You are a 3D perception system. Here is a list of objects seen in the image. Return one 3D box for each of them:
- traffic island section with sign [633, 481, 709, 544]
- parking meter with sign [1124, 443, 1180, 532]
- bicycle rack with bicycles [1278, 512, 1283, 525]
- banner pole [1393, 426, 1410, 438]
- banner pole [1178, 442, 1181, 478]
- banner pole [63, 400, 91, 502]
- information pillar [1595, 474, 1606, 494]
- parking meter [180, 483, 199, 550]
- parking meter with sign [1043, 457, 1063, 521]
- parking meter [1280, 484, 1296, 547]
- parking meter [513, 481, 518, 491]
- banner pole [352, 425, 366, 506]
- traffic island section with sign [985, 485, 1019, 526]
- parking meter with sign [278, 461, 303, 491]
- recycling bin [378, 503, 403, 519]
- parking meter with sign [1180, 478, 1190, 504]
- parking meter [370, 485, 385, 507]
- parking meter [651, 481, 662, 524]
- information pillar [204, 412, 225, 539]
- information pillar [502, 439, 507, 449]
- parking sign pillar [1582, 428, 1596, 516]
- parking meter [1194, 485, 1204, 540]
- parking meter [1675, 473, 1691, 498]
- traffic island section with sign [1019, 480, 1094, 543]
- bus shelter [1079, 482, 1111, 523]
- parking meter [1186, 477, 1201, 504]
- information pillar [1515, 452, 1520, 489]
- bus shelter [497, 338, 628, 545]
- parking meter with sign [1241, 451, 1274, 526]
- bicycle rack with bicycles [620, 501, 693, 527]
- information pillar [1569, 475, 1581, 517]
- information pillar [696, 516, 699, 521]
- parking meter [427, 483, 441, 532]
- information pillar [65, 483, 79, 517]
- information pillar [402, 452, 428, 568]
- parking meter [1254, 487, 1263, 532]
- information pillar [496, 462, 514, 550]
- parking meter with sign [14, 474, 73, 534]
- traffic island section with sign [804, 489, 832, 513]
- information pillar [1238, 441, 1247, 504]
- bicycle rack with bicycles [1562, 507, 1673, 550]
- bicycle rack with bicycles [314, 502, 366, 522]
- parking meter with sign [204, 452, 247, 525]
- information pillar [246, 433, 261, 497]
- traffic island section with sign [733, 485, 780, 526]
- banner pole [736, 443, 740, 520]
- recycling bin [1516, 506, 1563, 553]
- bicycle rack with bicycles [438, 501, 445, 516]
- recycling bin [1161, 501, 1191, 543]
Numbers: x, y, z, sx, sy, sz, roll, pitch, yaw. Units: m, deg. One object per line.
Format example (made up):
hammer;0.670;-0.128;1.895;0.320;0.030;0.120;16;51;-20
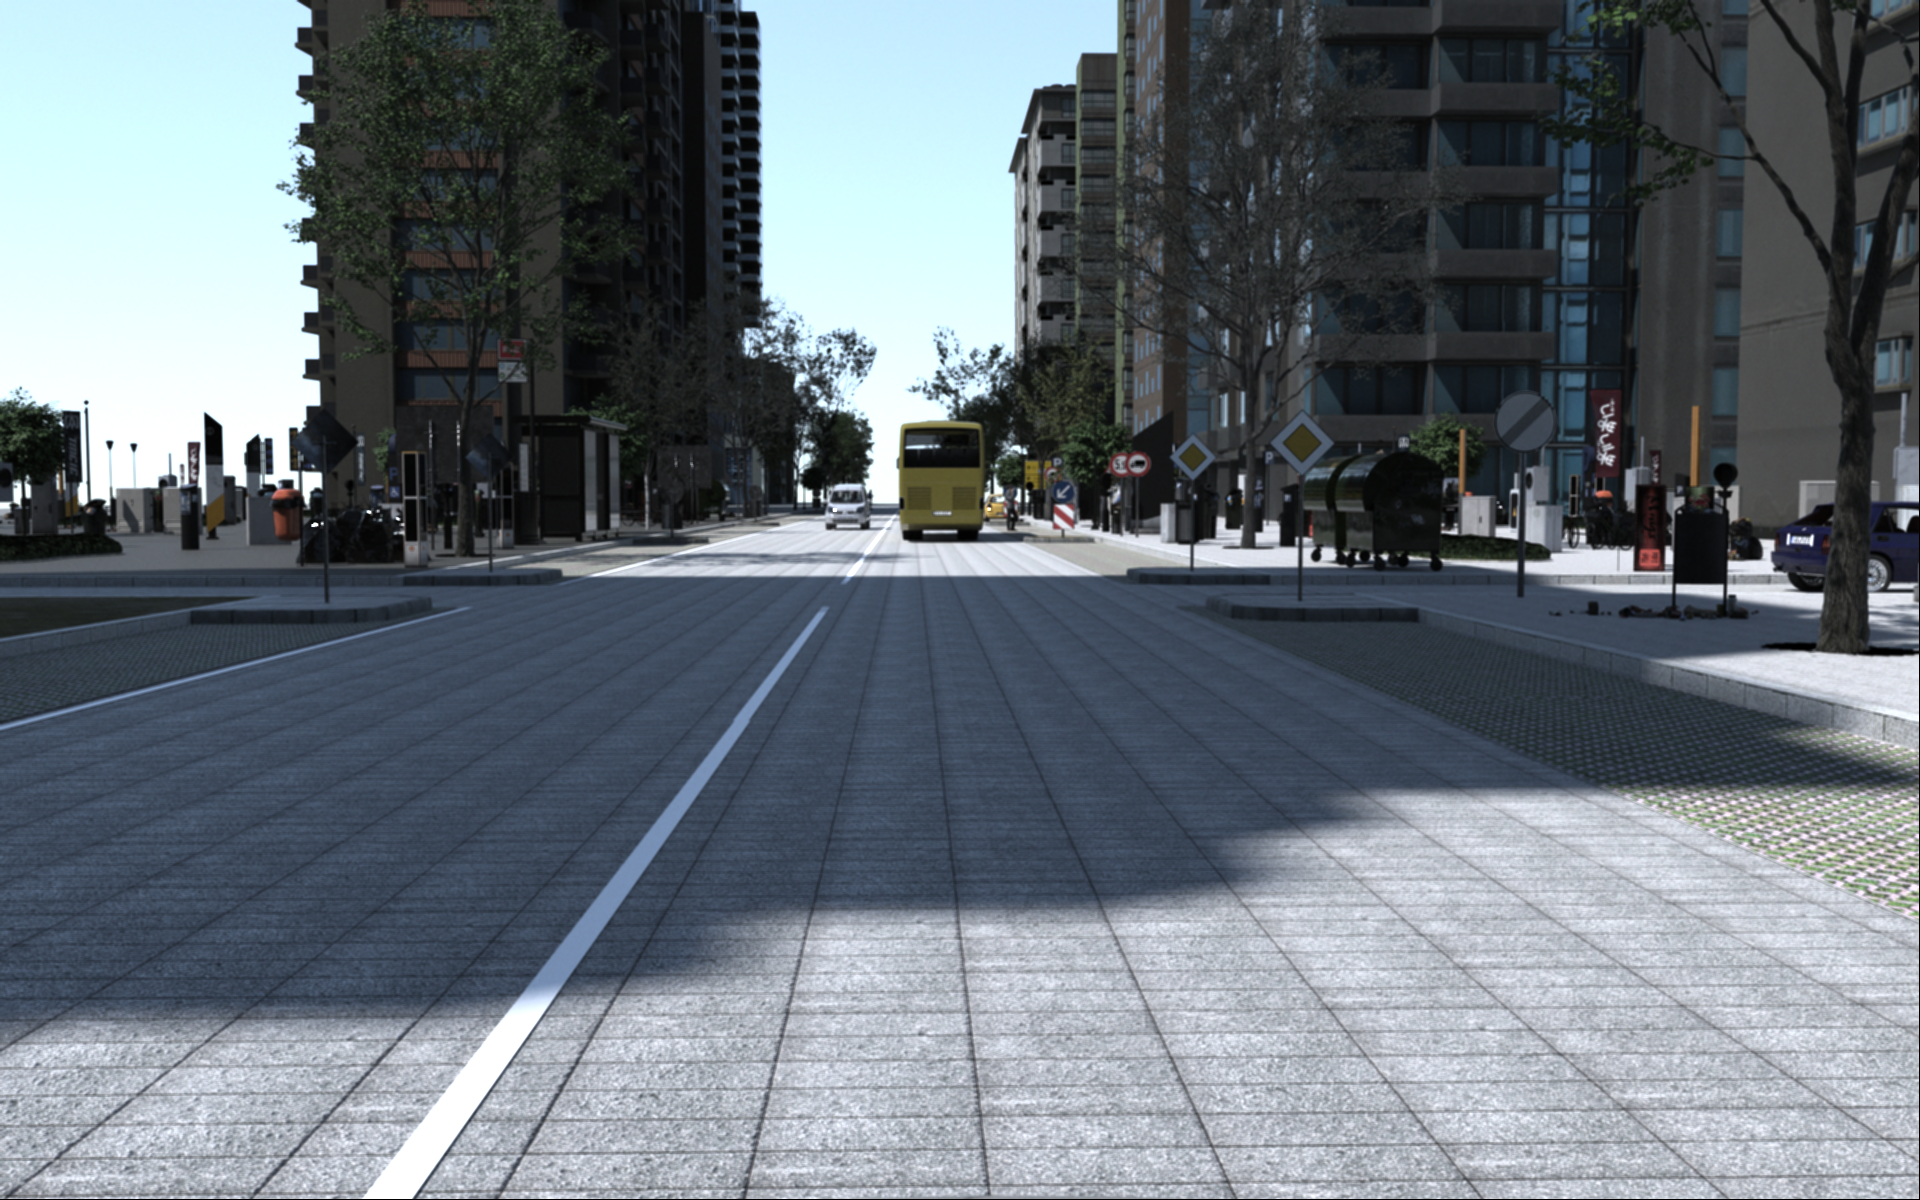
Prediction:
traffic island section with sign;-8.334;-2.540;50.149;1.989;1.847;2.006;0;4;-2
parking meter with sign;6.526;-3.862;59.407;1.738;3.016;0.543;-1;4;-12
bicycle rack with bicycles;13.028;-3.102;64.101;2.925;0.926;2.852;3;5;40
banner pole;16.155;-4.506;63.686;0.863;3.779;0.401;3;5;42
banner pole;10.422;-5.640;82.223;0.401;3.779;0.863;0;4;-3
banner pole;-23.368;-3.422;45.972;0.401;3.779;0.863;3;4;37
information pillar;21.995;-3.365;59.517;0.304;2.012;0.304;2;4;28
parking meter;-17.791;-1.932;39.997;0.372;1.533;0.369;0;3;0
parking meter with sign;4.419;-5.321;83.258;0.543;3.016;1.738;-1;4;-14
parking meter;8.003;-2.071;42.265;0.372;1.533;0.369;0;3;0
parking meter;-20.055;-4.416;77.917;0.399;1.863;0.255;-2;4;-32
banner pole;-21.651;-4.425;62.363;0.863;3.779;0.401;3;4;36
traffic island section with sign;2.131;-4.278;78.578;1.989;1.847;2.006;0;4;-2
parking meter with sign;-35.121;-5.745;90.191;0.543;3.016;1.738;2;4;34
recycling bin;-15.033;-2.058;46.206;0.722;1.027;0.722;0;4;4
parking meter with sign;10.307;-5.104;79.717;0.543;3.016;1.738;3;5;44
parking meter;-15.951;-2.387;47.437;0.372;1.533;0.369;0;3;0
parking meter;-13.222;-4.266;75.462;0.399;1.863;0.255;1;4;11
information pillar;-21.125;-3.529;49.046;0.504;3.616;0.183;-1;4;-22
information pillar;-19.395;-5.042;73.785;0.183;3.616;0.504;-2;4;-32
parking sign pillar;25.655;-5.005;70.301;1.447;3.967;1.447;0;4;6
parking meter;6.597;-2.431;48.154;0.372;1.533;0.369;0;3;0
parking meter;19.976;-2.578;47.865;0.255;1.863;0.399;-2;4;-29
traffic island section with sign;2.896;-2.617;51.422;1.989;1.847;2.006;0;4;-2
bus shelter;6.319;-5.446;80.330;1.731;3.624;6.357;0;4;-2
parking meter;7.331;-2.954;54.015;0.255;1.863;0.399;-1;4;-12
information pillar;22.126;-4.712;68.398;0.504;3.616;0.183;-2;4;-27
bus shelter;-10.898;-4.267;47.396;2.179;5.291;8.768;0;4;-2
parking meter with sign;12.016;-4.564;70.890;0.543;3.016;1.738;-2;4;-35
bicycle rack with bicycles;-12.501;-3.415;69.209;2.925;0.926;2.852;2;4;33
information pillar;23.862;-3.836;67.214;0.304;2.012;0.304;3;5;41
information pillar;-12.529;-5.592;82.782;0.183;3.616;0.504;0;4;-7
parking meter;-18.014;-3.264;59.082;0.255;1.863;0.399;0;4;8
information pillar;-36.780;-4.910;71.638;0.504;3.616;0.183;-2;4;-27
information pillar;-9.491;-1.571;30.176;0.304;2.012;0.304;1;4;11
parking meter;9.962;-3.033;57.995;0.372;1.533;0.369;0;3;0
information pillar;-10.562;-2.183;40.190;0.304;2.012;0.304;-3;5;-39
parking meter with sign;-29.402;-3.627;55.567;1.738;3.016;0.543;0;4;-8
traffic island section with sign;-10.564;-7.329;128.450;1.989;1.847;2.006;0;4;-2
information pillar;12.096;-5.046;73.863;0.183;3.616;0.504;-3;5;-43
bicycle rack with bicycles;15.368;-1.658;40.497;2.852;0.926;2.925;0;4;4
bicycle rack with bicycles;-27.448;-3.918;77.443;2.925;0.926;2.852;-3;5;-43
parking meter with sign;-30.511;-4.632;71.997;1.738;3.016;0.543;-1;4;-13
information pillar;-27.030;-4.585;66.317;0.504;3.616;0.183;-2;4;-28
traffic island section with sign;-9.129;-4.226;77.719;1.989;1.847;2.006;0;4;-2
banner pole;-10.869;-5.818;85.133;0.401;3.779;0.863;0;4;3
recycling bin;12.665;-1.547;37.856;0.722;1.027;0.722;-3;4;-38
bicycle rack with bicycles;-27.426;-4.637;89.189;2.852;0.926;2.925;2;4;33
recycling bin;5.694;-2.014;45.478;0.722;1.027;0.722;0;4;-7
